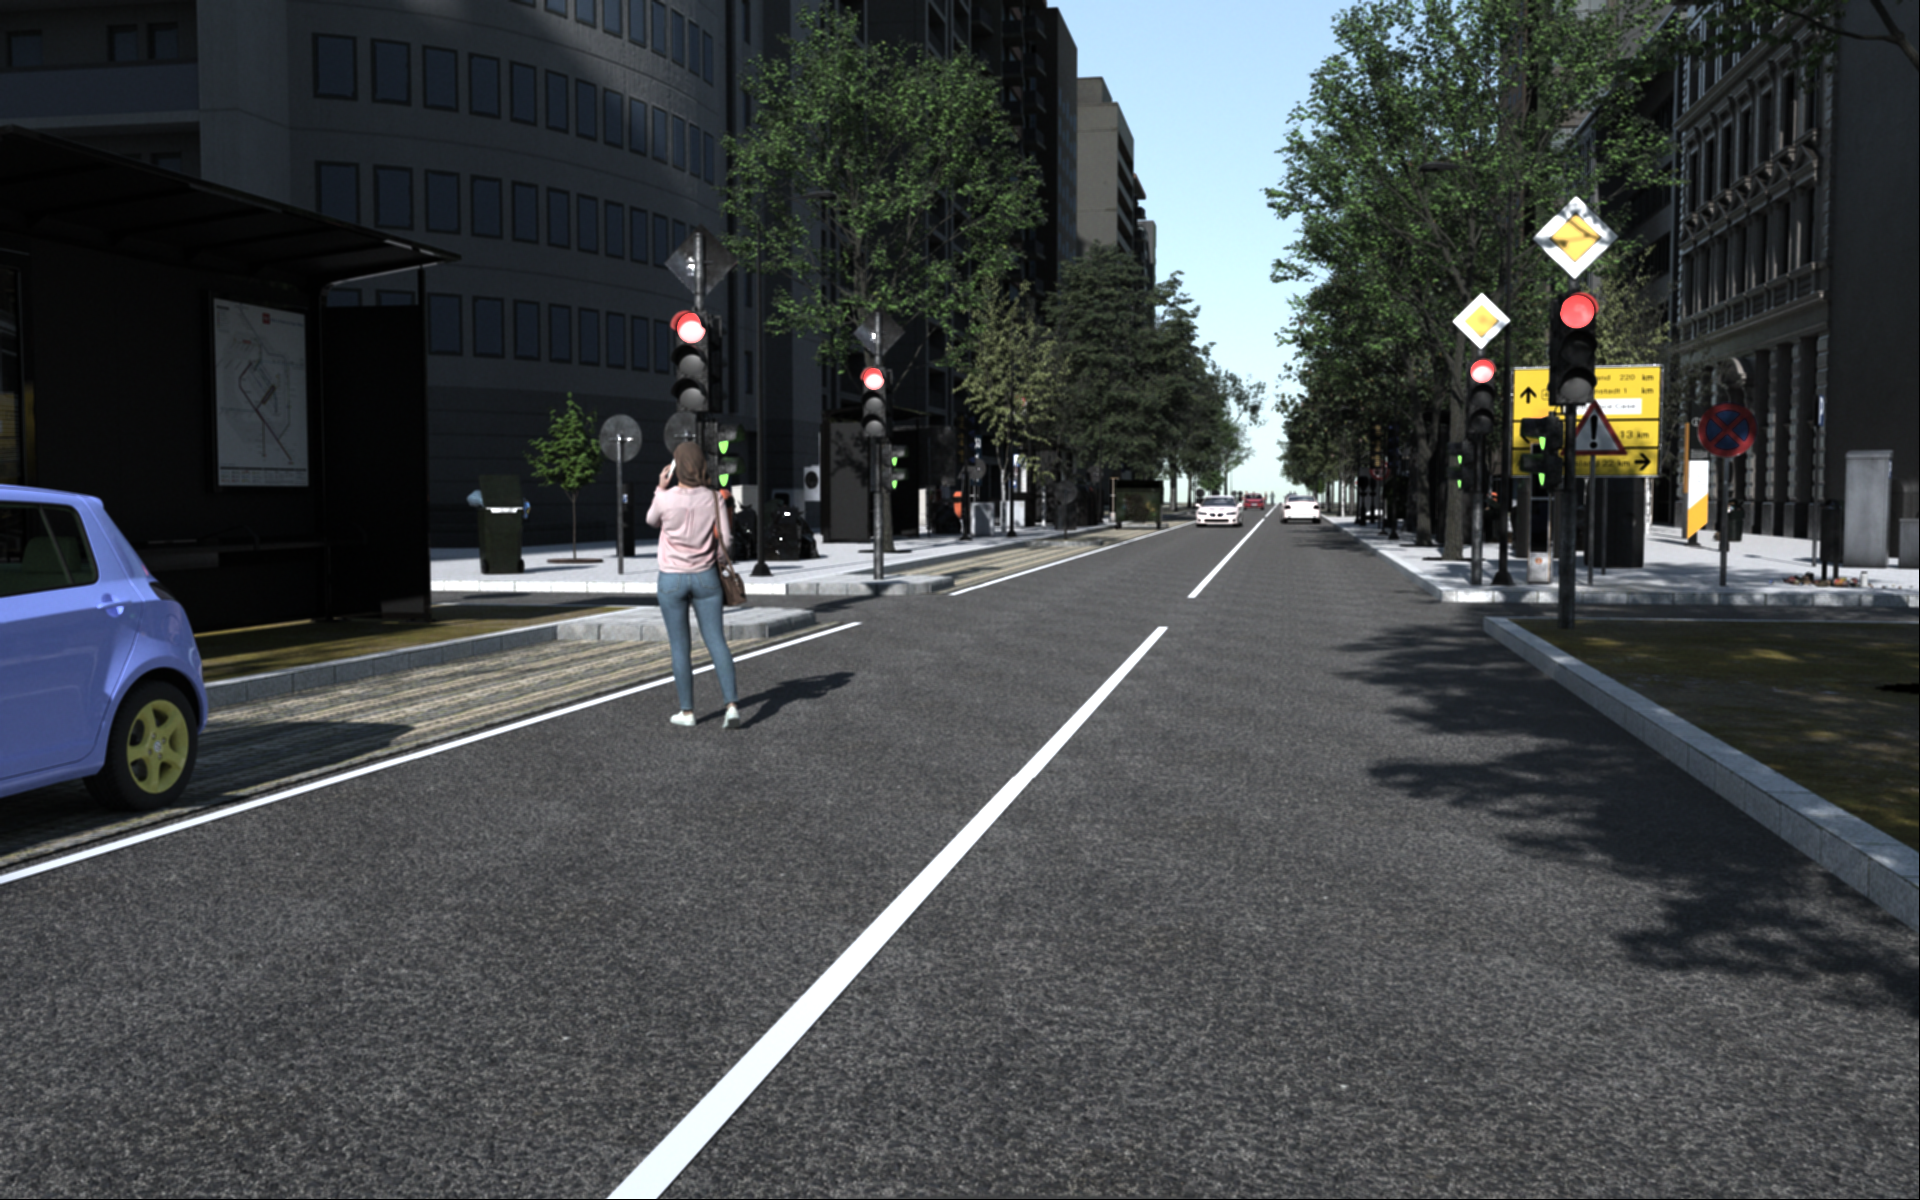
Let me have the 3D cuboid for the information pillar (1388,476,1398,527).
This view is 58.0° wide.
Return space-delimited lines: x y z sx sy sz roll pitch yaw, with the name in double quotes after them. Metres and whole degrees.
17.100 -3.911 68.434 0.304 2.012 0.304 3 5 43 "information pillar"

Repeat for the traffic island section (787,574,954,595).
-1.242 -0.229 26.018 2.009 0.180 2.903 1 4 11 "traffic island section"

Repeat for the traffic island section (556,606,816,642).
-2.723 0.251 18.170 2.009 0.180 2.903 1 4 11 "traffic island section"

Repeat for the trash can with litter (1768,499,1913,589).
12.369 -0.830 24.621 1.678 1.210 2.233 1 4 10 "trash can with litter"

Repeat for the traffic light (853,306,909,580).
-1.205 -2.260 25.876 0.839 4.253 0.868 1 4 11 "traffic light"

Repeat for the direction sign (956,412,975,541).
0.162 -3.419 47.898 0.379 3.537 0.876 2 4 35 "direction sign"

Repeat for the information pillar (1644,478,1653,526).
27.602 -3.973 69.447 0.304 2.012 0.304 1 4 19 "information pillar"

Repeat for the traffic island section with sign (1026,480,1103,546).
2.952 -2.420 48.197 1.989 1.847 2.006 1 4 11 "traffic island section with sign"

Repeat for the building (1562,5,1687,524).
37.303 -15.956 79.940 14.314 24.678 30.058 1 4 11 "building"

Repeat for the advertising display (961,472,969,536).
0.145 -2.741 50.030 0.123 1.923 0.974 0 4 -6 "advertising display"

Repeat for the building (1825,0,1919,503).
33.857 -14.900 37.117 24.014 27.812 14.314 1 4 11 "building"

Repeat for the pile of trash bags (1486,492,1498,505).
29.486 -4.984 91.240 3.447 1.369 1.912 1 4 9 "pile of trash bags"

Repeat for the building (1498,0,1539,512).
45.247 -28.756 120.274 14.600 45.320 14.200 1 4 11 "building"

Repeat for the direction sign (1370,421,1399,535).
13.207 -3.789 53.943 0.876 3.537 0.379 1 4 8 "direction sign"

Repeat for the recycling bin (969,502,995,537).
0.667 -2.450 52.616 0.722 1.027 0.722 0 4 -4 "recycling bin"

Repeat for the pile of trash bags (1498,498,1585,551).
13.788 -1.868 40.298 1.912 1.369 3.447 1 4 10 "pile of trash bags"

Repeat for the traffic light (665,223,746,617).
-2.685 -1.780 18.029 0.839 4.253 0.868 1 4 11 "traffic light"

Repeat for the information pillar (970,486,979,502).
0.547 -3.948 69.039 0.304 2.012 0.304 3 4 36 "information pillar"

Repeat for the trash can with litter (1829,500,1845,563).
16.574 -1.274 32.216 0.624 1.170 1.055 0 4 6 "trash can with litter"

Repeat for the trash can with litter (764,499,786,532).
-4.585 -1.846 41.561 0.624 1.170 1.055 2 4 28 "trash can with litter"

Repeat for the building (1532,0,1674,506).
42.525 -25.869 106.546 14.154 41.232 14.086 1 4 11 "building"

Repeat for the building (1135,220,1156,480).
20.973 -34.819 252.887 14.154 41.232 14.086 1 4 11 "building"

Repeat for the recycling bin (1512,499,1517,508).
26.353 -4.191 81.084 0.722 1.027 0.722 -1 4 -15 "recycling bin"

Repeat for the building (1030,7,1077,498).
2.991 -31.139 159.233 14.600 45.320 14.200 1 4 11 "building"

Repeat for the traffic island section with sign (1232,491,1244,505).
37.611 -13.660 231.961 1.989 1.847 2.006 1 4 11 "traffic island section with sign"

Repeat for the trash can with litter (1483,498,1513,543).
14.243 -2.081 45.411 0.624 1.170 1.055 -3 5 -44 "trash can with litter"

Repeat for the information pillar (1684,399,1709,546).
18.231 -3.146 42.800 0.504 3.616 0.183 0 4 3 "information pillar"

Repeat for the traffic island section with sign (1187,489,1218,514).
17.312 -7.078 124.351 1.989 1.847 2.006 1 4 11 "traffic island section with sign"

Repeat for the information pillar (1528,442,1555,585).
8.273 -1.232 24.637 0.304 2.012 0.304 2 4 29 "information pillar"

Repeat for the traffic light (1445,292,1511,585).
7.261 -2.164 24.301 0.839 4.253 0.868 1 4 11 "traffic light"

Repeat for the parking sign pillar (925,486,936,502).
-1.264 -5.225 73.899 1.447 3.967 1.447 0 4 -5 "parking sign pillar"

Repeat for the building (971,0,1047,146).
-5.110 -29.619 138.901 22.147 44.769 28.867 1 4 11 "building"

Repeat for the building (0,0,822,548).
-18.145 -31.229 52.597 21.231 58.520 28.212 1 4 11 "building"

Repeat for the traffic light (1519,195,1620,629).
5.780 -1.684 16.454 0.839 4.253 0.868 1 4 11 "traffic light"

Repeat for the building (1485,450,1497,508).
53.200 -50.651 140.821 22.319 86.520 31.000 1 4 11 "building"

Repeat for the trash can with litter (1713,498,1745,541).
20.834 -2.182 47.062 0.624 1.170 1.055 0 4 -7 "trash can with litter"

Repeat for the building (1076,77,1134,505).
9.083 -35.672 206.934 21.300 48.544 21.600 1 4 11 "building"

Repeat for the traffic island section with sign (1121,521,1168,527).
8.005 -4.061 75.017 1.989 1.847 2.006 1 4 11 "traffic island section with sign"

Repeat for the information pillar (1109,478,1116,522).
6.953 -4.518 78.355 0.304 2.012 0.304 -2 4 -33 "information pillar"

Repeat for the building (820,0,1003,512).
-7.979 -41.300 113.507 20.563 71.187 20.611 1 4 11 "building"

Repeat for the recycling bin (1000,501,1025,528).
2.006 -3.267 65.968 0.722 1.027 0.722 -2 4 -28 "recycling bin"

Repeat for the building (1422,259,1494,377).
60.601 -26.287 201.491 14.160 30.474 14.107 1 4 11 "building"

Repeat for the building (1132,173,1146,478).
13.214 -35.339 232.424 22.147 44.769 28.867 1 4 11 "building"

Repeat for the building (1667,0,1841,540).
30.343 -13.869 55.643 11.050 23.489 19.941 1 4 11 "building"

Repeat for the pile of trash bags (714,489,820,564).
-4.024 -1.442 33.325 1.912 1.369 3.447 1 4 15 "pile of trash bags"

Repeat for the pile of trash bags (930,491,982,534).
-0.024 -2.888 56.967 1.912 1.369 3.447 0 4 -2 "pile of trash bags"
